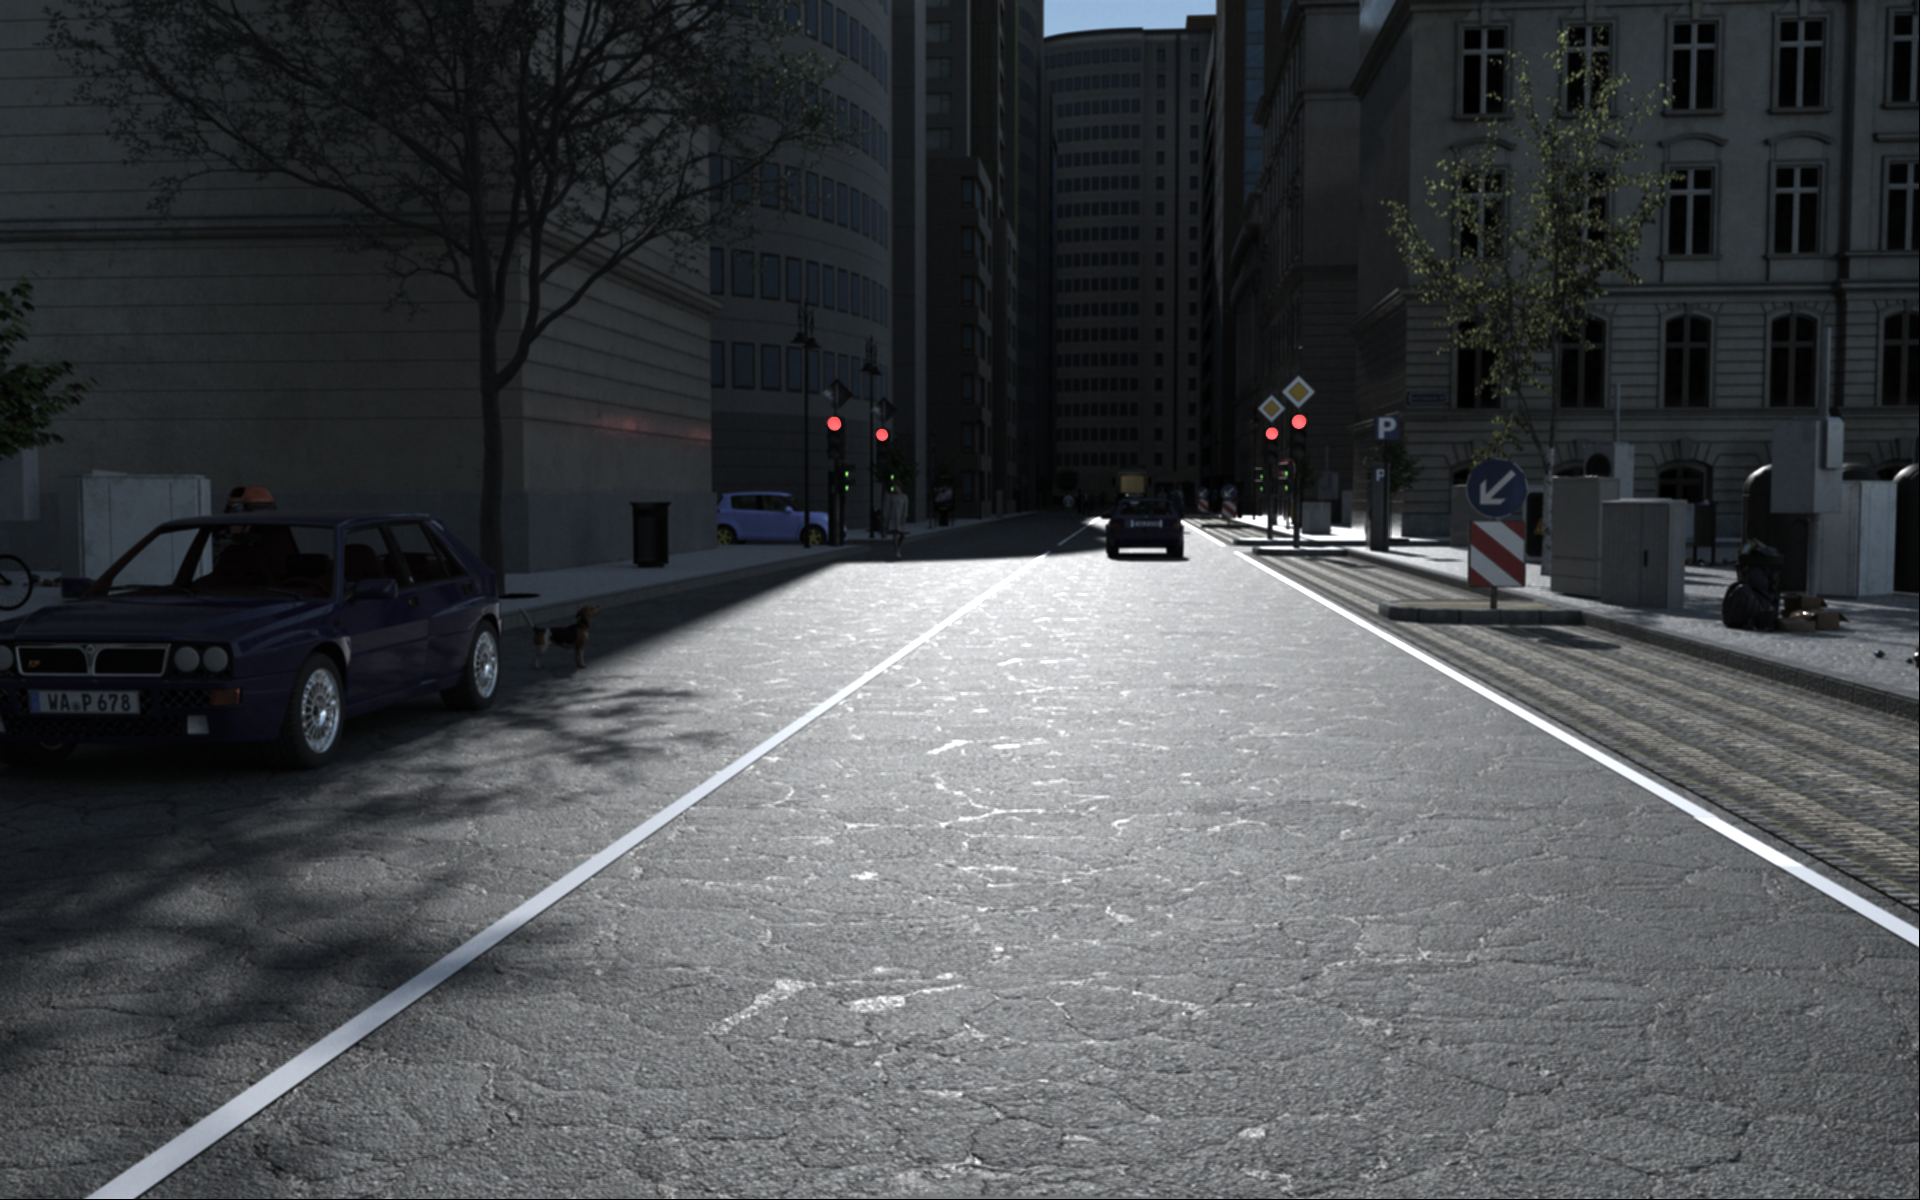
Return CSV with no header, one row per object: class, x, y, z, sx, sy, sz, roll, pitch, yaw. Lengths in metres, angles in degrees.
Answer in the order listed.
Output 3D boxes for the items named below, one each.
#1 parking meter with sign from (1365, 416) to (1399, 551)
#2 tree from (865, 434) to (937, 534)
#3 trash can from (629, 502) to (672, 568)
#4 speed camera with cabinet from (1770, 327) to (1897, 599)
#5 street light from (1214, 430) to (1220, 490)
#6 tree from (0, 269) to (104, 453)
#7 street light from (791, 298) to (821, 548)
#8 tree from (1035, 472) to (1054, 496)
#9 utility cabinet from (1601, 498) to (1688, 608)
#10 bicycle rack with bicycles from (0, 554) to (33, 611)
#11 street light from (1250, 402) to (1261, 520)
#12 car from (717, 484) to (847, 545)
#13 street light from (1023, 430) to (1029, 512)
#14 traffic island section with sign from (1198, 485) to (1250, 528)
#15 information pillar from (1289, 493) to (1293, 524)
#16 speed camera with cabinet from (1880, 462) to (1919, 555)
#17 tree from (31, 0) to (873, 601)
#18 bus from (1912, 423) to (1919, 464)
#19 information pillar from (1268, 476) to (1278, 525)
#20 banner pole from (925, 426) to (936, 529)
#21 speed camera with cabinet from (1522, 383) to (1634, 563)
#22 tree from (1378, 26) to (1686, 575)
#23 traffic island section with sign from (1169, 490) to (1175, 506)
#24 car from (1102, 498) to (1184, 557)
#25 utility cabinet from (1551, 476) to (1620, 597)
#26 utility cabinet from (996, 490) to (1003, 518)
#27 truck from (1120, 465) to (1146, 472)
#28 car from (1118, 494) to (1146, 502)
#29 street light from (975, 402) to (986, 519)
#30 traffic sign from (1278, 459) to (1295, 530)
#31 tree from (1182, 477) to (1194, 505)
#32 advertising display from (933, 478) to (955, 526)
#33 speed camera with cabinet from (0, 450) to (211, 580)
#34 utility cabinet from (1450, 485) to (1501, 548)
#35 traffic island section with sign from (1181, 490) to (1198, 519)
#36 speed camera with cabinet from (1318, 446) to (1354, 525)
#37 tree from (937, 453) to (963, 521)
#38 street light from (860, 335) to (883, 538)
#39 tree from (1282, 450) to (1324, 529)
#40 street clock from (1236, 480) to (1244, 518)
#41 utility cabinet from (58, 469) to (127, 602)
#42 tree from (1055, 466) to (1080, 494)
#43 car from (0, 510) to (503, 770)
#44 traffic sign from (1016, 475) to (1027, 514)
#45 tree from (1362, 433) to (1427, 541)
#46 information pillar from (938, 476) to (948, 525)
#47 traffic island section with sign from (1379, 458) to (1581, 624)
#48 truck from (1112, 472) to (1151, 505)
parking meter with sign,9.554,-2.643,39.470,0.543,3.016,1.738,0,4,4
tree,-1.992,-3.725,55.501,1.663,3.219,1.824,0,3,0
trash can,-5.424,-1.145,30.369,0.748,1.137,0.748,0,3,0
speed camera with cabinet,10.733,-1.645,21.236,2.038,3.252,0.660,-3,4,-37
street light,18.086,-9.150,122.396,0.468,5.910,1.993,0,4,6
tree,-7.469,-1.105,12.670,1.663,3.219,1.824,0,3,0
street light,-3.641,-4.177,41.085,0.468,5.910,1.993,0,4,6
tree,7.201,-9.347,147.427,1.663,3.219,1.824,0,3,0
utility cabinet,7.837,-0.534,19.899,0.306,1.237,1.020,-1,4,-23
bicycle rack with bicycles,-11.842,-0.298,18.261,2.925,0.926,2.852,1,4,13
street light,14.550,-6.896,85.544,0.468,5.910,1.993,0,4,6
car,-4.860,-2.235,46.133,3.694,1.707,1.945,0,4,5
street light,4.773,-9.269,124.337,0.468,5.910,1.993,0,4,6
traffic island section with sign,11.271,-3.972,73.566,1.989,1.847,2.006,0,4,6
information pillar,14.275,-5.036,73.685,0.504,3.616,0.183,-3,4,-38
speed camera with cabinet,21.272,-2.687,38.270,0.660,3.252,2.038,0,4,3
tree,-5.656,-6.769,21.043,12.009,13.543,11.850,0,3,0
bus,31.018,-2.928,42.733,13.247,3.499,2.948,0,4,7
information pillar,13.038,-4.139,72.161,0.304,2.012,0.304,2,4,35
banner pole,-1.018,-4.491,63.440,0.401,3.779,0.863,-1,4,-17
speed camera with cabinet,11.227,-2.275,31.529,0.660,3.252,2.038,-2,4,-31
tree,9.095,-4.705,27.294,4.360,8.622,3.978,0,3,0
traffic island section with sign,18.932,-8.668,150.342,1.989,1.847,2.006,0,4,6
car,4.293,-1.710,40.535,1.945,1.354,3.894,0,4,4
utility cabinet,7.843,-0.798,21.722,0.318,1.500,1.173,0,4,-7
utility cabinet,2.125,-5.153,92.925,0.318,1.500,1.173,0,4,5
truck,17.398,-11.326,174.098,2.839,4.237,11.283,0,4,6
car,10.826,-5.844,107.348,2.131,1.459,4.920,0,4,7
street light,1.019,-7.005,87.324,0.468,5.910,1.993,0,4,6
traffic sign,11.824,-3.810,62.392,0.768,2.556,0.104,1,4,10
tree,25.674,-12.350,196.525,1.663,3.219,1.824,0,3,0
advertising display,-0.633,-3.899,68.956,0.974,1.923,0.123,2,4,35
speed camera with cabinet,-7.553,-1.253,14.815,2.038,3.252,0.660,-1,4,-16
utility cabinet,12.048,-1.946,40.501,0.318,1.500,1.173,-3,4,-37
traffic island section with sign,13.940,-5.612,100.389,1.989,1.847,2.006,0,4,6
speed camera with cabinet,15.783,-4.704,71.239,2.038,3.252,0.660,3,4,36
tree,-0.650,-5.331,81.771,1.663,3.219,1.824,0,3,0
street light,-2.577,-4.751,50.474,0.468,5.910,1.993,0,4,6
tree,12.809,-4.296,64.843,1.663,3.219,1.824,0,3,0
street clock,14.880,-5.353,92.094,0.471,2.002,0.358,-3,5,-41
utility cabinet,-8.049,-0.455,16.125,0.318,1.500,1.173,-3,5,-41
tree,12.510,-13.362,202.174,4.285,4.588,4.351,0,3,0
car,-4.091,0.141,10.282,1.945,1.354,3.894,0,4,4
traffic sign,4.007,-6.920,113.249,0.768,2.556,0.104,1,4,9
tree,12.008,-3.247,47.684,1.663,3.219,1.824,0,3,0
information pillar,-0.699,-4.054,70.772,0.304,2.012,0.304,-2,4,-26
traffic island section with sign,5.908,-0.693,19.951,1.989,1.847,2.006,0,4,6
truck,14.885,-9.420,149.938,3.469,3.379,9.791,0,4,5
